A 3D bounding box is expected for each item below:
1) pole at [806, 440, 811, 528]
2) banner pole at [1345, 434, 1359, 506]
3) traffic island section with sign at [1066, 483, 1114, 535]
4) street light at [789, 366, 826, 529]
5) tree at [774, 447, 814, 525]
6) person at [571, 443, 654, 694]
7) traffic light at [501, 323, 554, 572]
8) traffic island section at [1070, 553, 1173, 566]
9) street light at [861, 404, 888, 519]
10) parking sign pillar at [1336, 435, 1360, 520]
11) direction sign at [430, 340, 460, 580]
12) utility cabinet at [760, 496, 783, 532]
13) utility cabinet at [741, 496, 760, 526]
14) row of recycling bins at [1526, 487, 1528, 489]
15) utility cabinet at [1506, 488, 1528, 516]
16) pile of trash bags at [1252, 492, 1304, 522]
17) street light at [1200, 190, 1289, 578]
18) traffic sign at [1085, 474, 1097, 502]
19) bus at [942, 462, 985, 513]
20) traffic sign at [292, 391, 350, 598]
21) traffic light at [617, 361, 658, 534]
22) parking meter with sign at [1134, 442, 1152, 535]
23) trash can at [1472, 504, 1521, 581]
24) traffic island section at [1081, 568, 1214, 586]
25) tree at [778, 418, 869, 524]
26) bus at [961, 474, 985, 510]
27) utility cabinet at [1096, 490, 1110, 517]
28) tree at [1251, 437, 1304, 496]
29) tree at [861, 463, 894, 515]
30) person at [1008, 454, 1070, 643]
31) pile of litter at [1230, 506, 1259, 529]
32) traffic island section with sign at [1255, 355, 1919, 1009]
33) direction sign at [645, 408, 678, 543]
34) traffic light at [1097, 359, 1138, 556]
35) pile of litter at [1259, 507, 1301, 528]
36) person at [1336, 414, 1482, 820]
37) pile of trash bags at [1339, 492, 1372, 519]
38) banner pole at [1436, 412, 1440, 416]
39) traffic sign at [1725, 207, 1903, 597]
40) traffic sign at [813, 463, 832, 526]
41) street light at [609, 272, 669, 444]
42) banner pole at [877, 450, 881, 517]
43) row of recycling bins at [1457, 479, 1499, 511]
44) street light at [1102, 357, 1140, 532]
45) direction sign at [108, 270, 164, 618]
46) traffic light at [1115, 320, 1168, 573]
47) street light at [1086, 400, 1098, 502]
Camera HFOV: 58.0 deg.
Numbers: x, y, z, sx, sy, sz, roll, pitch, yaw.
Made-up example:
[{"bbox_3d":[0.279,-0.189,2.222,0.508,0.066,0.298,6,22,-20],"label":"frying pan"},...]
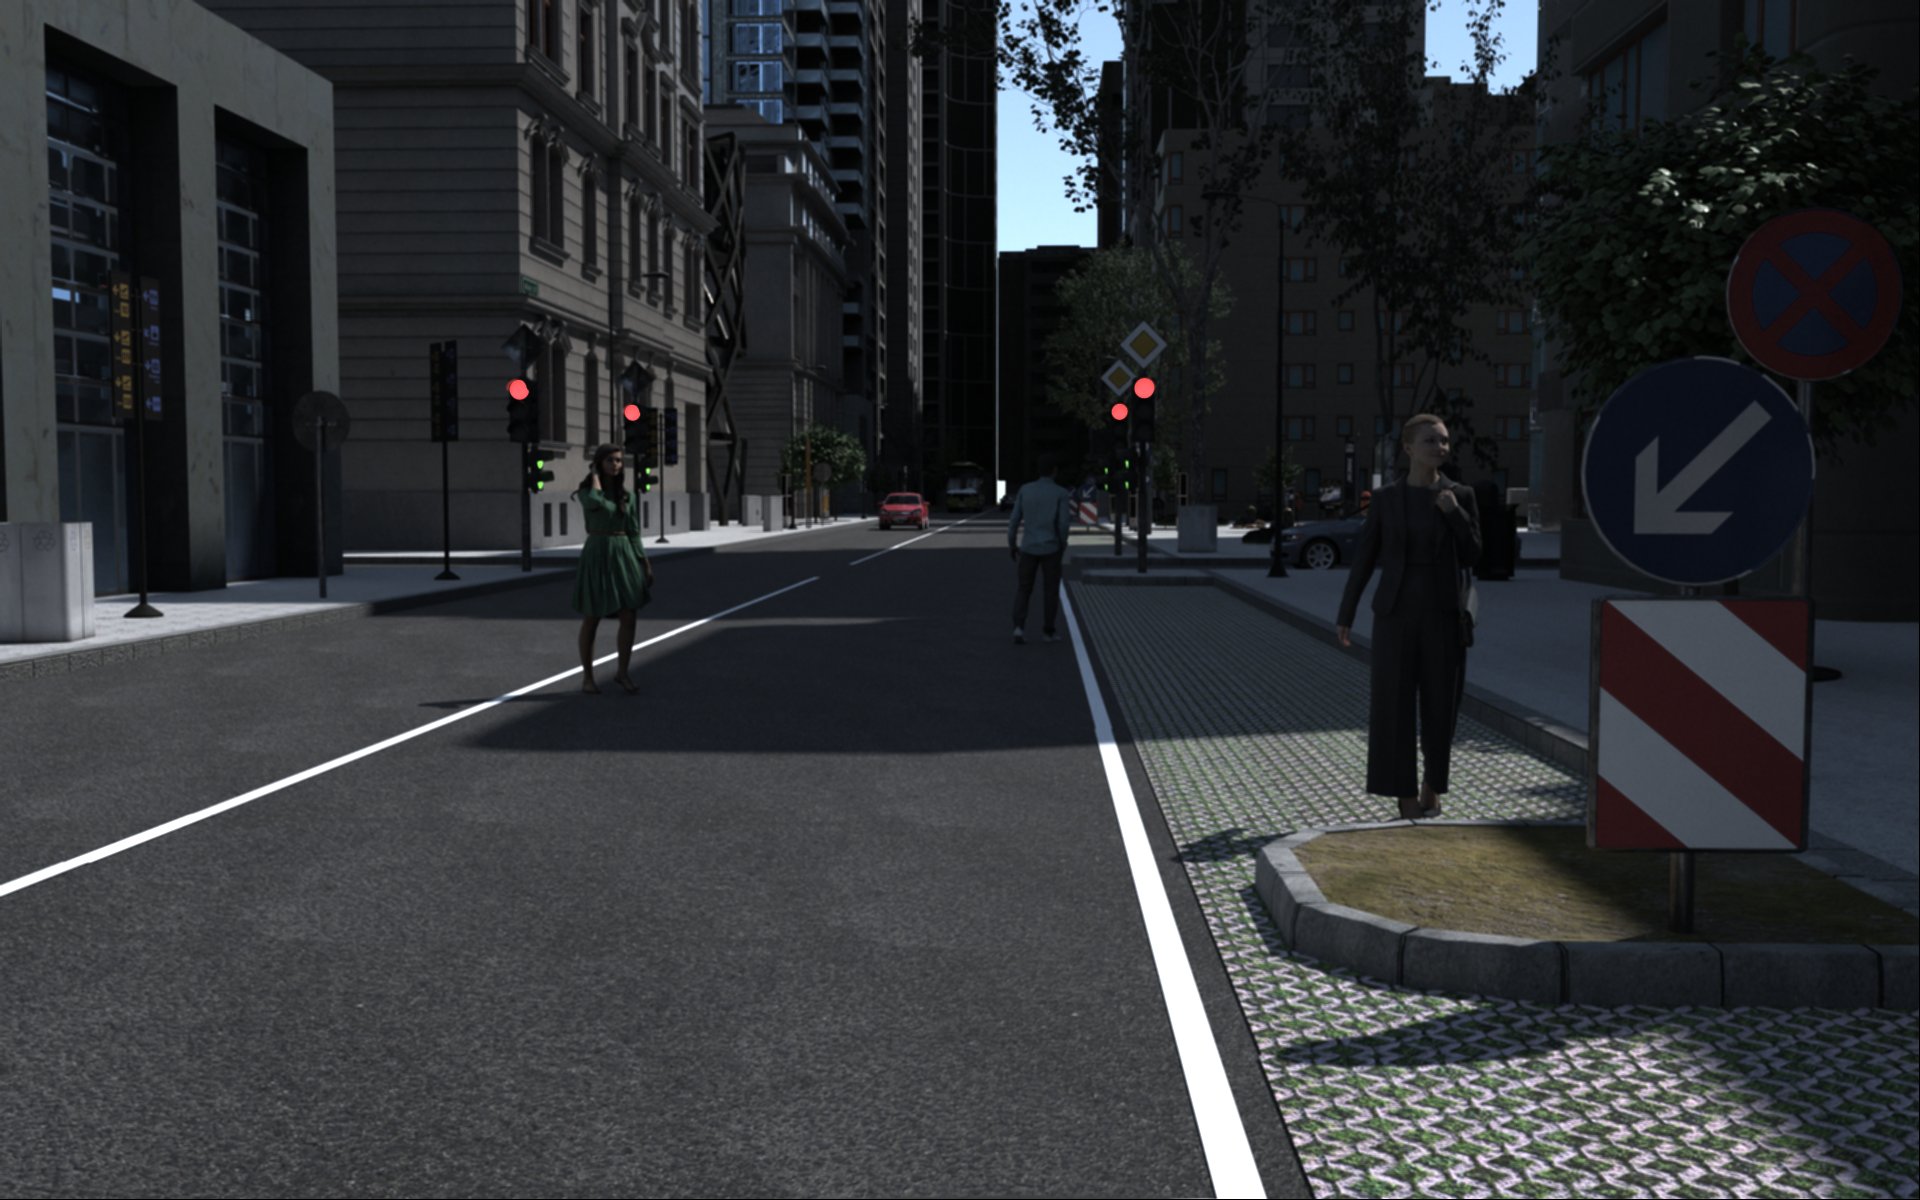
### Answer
[{"bbox_3d":[-5.706,-4.361,65.148,0.158,3.312,0.155,0,3,0],"label":"pole"},{"bbox_3d":[16.331,-5.016,72.026,0.401,3.779,0.863,-3,5,-41],"label":"banner pole"},{"bbox_3d":[4.369,-3.191,60.793,1.989,1.847,2.006,0,4,2],"label":"traffic island section with sign"},{"bbox_3d":[-5.550,-5.528,62.918,1.470,5.913,1.316,0,4,2],"label":"street light"},{"bbox_3d":[-7.032,-4.671,70.975,1.663,3.219,1.824,0,3,0],"label":"tree"},{"bbox_3d":[-2.525,-0.226,12.449,0.529,1.795,0.600,3,5,42],"label":"person"},{"bbox_3d":[-7.151,-2.423,28.536,0.839,4.253,0.868,0,4,2],"label":"traffic light"},{"bbox_3d":[3.329,-0.852,36.216,2.009,0.180,2.903,0,4,2],"label":"traffic island section"},{"bbox_3d":[-4.409,-7.126,89.053,1.470,5.913,1.316,0,4,2],"label":"street light"},{"bbox_3d":[18.045,-5.579,79.682,1.447,3.967,1.447,2,4,25],"label":"parking sign pillar"},{"bbox_3d":[-7.695,-2.073,25.886,0.379,3.537,0.876,-3,5,-40],"label":"direction sign"},{"bbox_3d":[-6.419,-2.950,59.387,0.306,1.237,1.020,1,4,19],"label":"utility cabinet"},{"bbox_3d":[-8.311,-3.553,69.249,0.306,1.237,1.020,2,4,28],"label":"utility cabinet"},{"bbox_3d":[27.838,-4.456,79.966,3.534,1.692,1.069,0,4,4],"label":"row of recycling bins"},{"bbox_3d":[22.172,-3.651,68.372,1.173,1.500,0.318,-1,4,-16],"label":"utility cabinet"},{"bbox_3d":[15.012,-4.353,80.928,1.912,1.369,3.447,3,5,42],"label":"pile of trash bags"},{"bbox_3d":[4.374,-3.309,26.639,1.470,5.913,1.316,0,4,2],"label":"street light"},{"bbox_3d":[8.345,-6.743,110.359,0.768,2.556,0.104,1,4,9],"label":"traffic sign"},{"bbox_3d":[0.440,-8.824,135.818,2.896,3.916,12.252,0,4,3],"label":"bus"},{"bbox_3d":[-7.877,-1.299,21.342,0.768,2.556,0.104,1,4,9],"label":"traffic sign"},{"bbox_3d":[-6.814,-2.911,36.514,0.839,4.253,0.868,0,4,2],"label":"traffic light"},{"bbox_3d":[5.892,-3.622,55.487,0.543,3.016,1.738,0,4,1],"label":"parking meter with sign"},{"bbox_3d":[7.935,-0.862,25.754,0.748,1.137,0.748,0,3,0],"label":"trash can"},{"bbox_3d":[2.991,-0.364,28.238,2.009,0.180,2.903,0,4,2],"label":"traffic island section"},{"bbox_3d":[-6.142,-5.559,74.605,4.285,4.588,4.351,0,3,0],"label":"tree"},{"bbox_3d":[0.666,-10.000,155.042,2.896,3.916,12.252,0,4,4],"label":"bus"},{"bbox_3d":[8.090,-5.322,95.696,1.173,1.500,0.318,-2,4,-26],"label":"utility cabinet"},{"bbox_3d":[10.693,-3.941,59.044,1.663,3.219,1.824,0,3,0],"label":"tree"},{"bbox_3d":[-5.336,-6.854,106.660,1.663,3.219,1.824,0,3,0],"label":"tree"},{"bbox_3d":[0.743,-0.500,16.692,0.660,1.820,0.620,1,4,20],"label":"person"},{"bbox_3d":[10.926,-3.098,64.614,1.719,0.858,1.176,1,4,10],"label":"pile of litter"},{"bbox_3d":[2.044,0.176,5.757,1.989,1.847,2.006,0,4,2],"label":"traffic island section with sign"},{"bbox_3d":[-7.850,-3.275,45.551,0.876,3.537,0.379,-2,4,-26],"label":"direction sign"},{"bbox_3d":[3.289,-2.886,36.104,0.839,4.253,0.868,0,4,2],"label":"traffic light"},{"bbox_3d":[10.797,-2.600,56.474,1.719,0.858,1.176,0,4,-1],"label":"pile of litter"},{"bbox_3d":[1.957,0.087,7.492,0.576,1.772,0.534,0,4,-7],"label":"person"},{"bbox_3d":[15.558,-3.480,66.658,1.912,1.369,3.447,1,4,14],"label":"pile of trash bags"},{"bbox_3d":[14.289,-3.819,52.460,0.863,3.779,0.401,-2,4,-34],"label":"banner pole"},{"bbox_3d":[3.800,-0.471,7.800,0.768,2.556,0.104,0,4,3],"label":"traffic sign"},{"bbox_3d":[-5.586,-4.292,70.275,0.768,2.556,0.104,1,4,10],"label":"traffic sign"},{"bbox_3d":[-6.779,-3.906,36.404,1.470,5.913,1.316,0,4,2],"label":"street light"},{"bbox_3d":[-4.636,-6.671,99.085,0.401,3.779,0.863,-1,4,-17],"label":"banner pole"},{"bbox_3d":[13.543,-2.547,48.763,3.534,1.692,1.069,-1,4,-20],"label":"row of recycling bins"},{"bbox_3d":[5.540,-5.268,58.674,1.470,5.913,1.316,0,4,2],"label":"street light"},{"bbox_3d":[-8.530,-1.590,17.994,0.379,3.537,0.876,0,4,6],"label":"direction sign"},{"bbox_3d":[2.952,-2.398,28.126,0.839,4.253,0.868,0,4,2],"label":"traffic light"},{"bbox_3d":[6.865,-6.866,84.802,1.470,5.913,1.316,0,4,2],"label":"street light"}]
